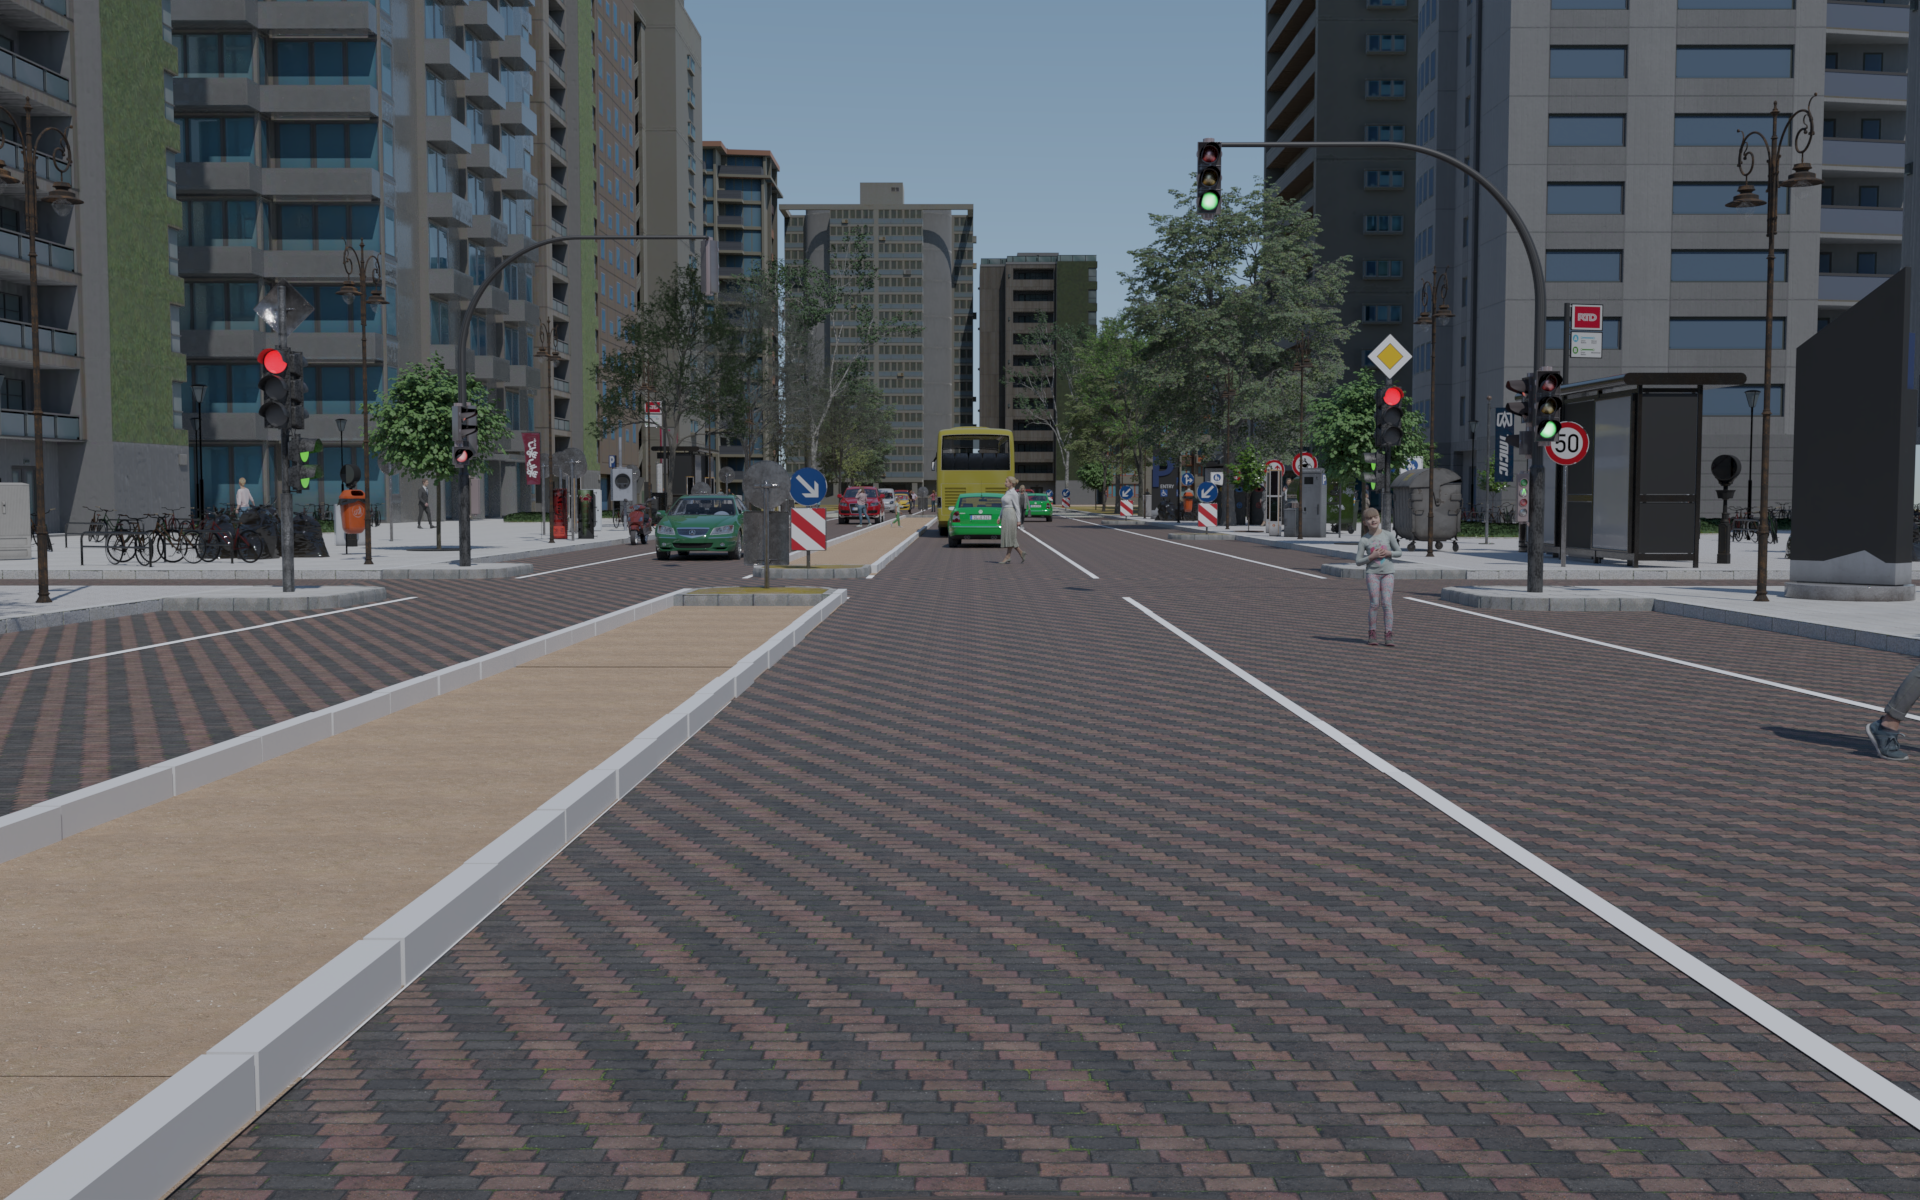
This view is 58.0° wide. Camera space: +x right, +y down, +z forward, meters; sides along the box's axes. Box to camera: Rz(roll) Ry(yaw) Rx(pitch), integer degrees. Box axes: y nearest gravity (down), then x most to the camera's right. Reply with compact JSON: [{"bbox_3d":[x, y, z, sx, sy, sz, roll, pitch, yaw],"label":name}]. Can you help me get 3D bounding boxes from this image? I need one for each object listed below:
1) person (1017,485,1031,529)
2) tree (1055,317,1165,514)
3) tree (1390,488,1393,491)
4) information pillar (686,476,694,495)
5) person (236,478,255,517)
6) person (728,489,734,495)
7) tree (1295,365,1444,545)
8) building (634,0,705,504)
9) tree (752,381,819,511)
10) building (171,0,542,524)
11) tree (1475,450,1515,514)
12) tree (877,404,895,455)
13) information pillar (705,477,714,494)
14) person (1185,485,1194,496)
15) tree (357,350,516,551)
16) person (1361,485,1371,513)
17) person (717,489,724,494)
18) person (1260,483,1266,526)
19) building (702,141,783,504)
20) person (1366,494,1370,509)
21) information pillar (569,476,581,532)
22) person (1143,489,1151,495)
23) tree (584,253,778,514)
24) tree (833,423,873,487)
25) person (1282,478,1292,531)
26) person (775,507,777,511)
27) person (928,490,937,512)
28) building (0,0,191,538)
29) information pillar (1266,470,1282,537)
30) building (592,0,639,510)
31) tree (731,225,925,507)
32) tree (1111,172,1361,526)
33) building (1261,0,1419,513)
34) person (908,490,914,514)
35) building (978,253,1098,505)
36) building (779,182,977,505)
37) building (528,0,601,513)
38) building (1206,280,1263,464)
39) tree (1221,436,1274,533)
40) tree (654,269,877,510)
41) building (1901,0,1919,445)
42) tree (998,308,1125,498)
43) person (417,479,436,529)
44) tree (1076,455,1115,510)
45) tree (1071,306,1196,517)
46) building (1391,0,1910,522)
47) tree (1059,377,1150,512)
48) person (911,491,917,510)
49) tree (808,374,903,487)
[{"bbox_3d":[2.614,-3.808,70.945,0.709,1.800,0.728,0,4,-6],"label":"person"},{"bbox_3d":[9.992,-11.810,111.228,7.486,12.596,7.792,0,3,0],"label":"tree"},{"bbox_3d":[23.318,-5.876,90.681,1.663,3.219,1.824,0,3,0],"label":"tree"},{"bbox_3d":[-11.282,-4.152,72.377,0.304,2.012,0.304,-1,4,-16],"label":"information pillar"},{"bbox_3d":[-20.151,-2.595,49.141,0.598,1.740,0.731,0,4,0],"label":"person"},{"bbox_3d":[-23.048,-10.209,172.972,1.348,1.822,0.705,0,4,2],"label":"person"},{"bbox_3d":[10.181,-3.689,44.024,4.285,4.588,4.351,0,3,0],"label":"tree"},{"bbox_3d":[-35.320,-32.594,156.611,21.600,48.544,21.300,0,4,0],"label":"building"},{"bbox_3d":[-10.887,-9.491,105.544,4.360,8.622,3.978,0,3,0],"label":"tree"},{"bbox_3d":[-34.414,-28.588,87.026,23.786,49.044,30.456,0,4,0],"label":"building"},{"bbox_3d":[23.386,-4.950,75.539,1.663,3.219,1.824,0,3,0],"label":"tree"},{"bbox_3d":[-10.646,-14.757,151.651,12.009,13.543,11.850,0,3,0],"label":"tree"},{"bbox_3d":[-11.064,-4.412,76.620,0.304,2.012,0.304,2,4,25],"label":"information pillar"},{"bbox_3d":[12.770,-5.519,96.453,0.511,1.800,0.466,1,4,11],"label":"person"},{"bbox_3d":[-11.797,-3.397,39.256,4.285,4.588,4.351,0,3,0],"label":"tree"},{"bbox_3d":[21.553,-5.209,91.613,0.661,1.777,0.834,-2,4,-33],"label":"person"},{"bbox_3d":[-25.011,-10.701,181.086,1.350,1.814,0.705,-2,4,-34],"label":"person"},{"bbox_3d":[12.034,-3.817,68.730,0.573,1.790,0.520,-2,4,-25],"label":"person"},{"bbox_3d":[-36.872,-34.187,213.582,28.867,44.769,22.147,0,4,0],"label":"building"},{"bbox_3d":[20.564,-4.737,87.773,0.475,1.303,0.640,3,4,39],"label":"person"},{"bbox_3d":[-12.980,-3.298,58.421,0.304,2.012,0.304,3,5,40],"label":"information pillar"},{"bbox_3d":[18.383,-10.014,169.779,1.348,1.823,0.705,-2,4,-28],"label":"person"},{"bbox_3d":[-11.050,-8.107,66.958,7.601,10.594,8.767,1,4,17],"label":"tree"},{"bbox_3d":[-10.792,-13.435,170.021,4.737,8.622,4.395,0,3,0],"label":"tree"},{"bbox_3d":[11.439,-3.317,60.379,0.850,1.850,0.679,-3,5,-42],"label":"person"},{"bbox_3d":[-13.257,-7.276,125.822,1.217,1.723,0.721,0,4,-3],"label":"person"},{"bbox_3d":[-2.155,-7.848,137.531,1.217,1.743,0.721,-3,4,-36],"label":"person"},{"bbox_3d":[-32.939,-22.425,50.241,14.154,41.232,14.086,0,4,0],"label":"building"},{"bbox_3d":[9.542,-2.929,52.378,0.304,2.012,0.304,2,4,28],"label":"information pillar"},{"bbox_3d":[-31.895,-29.132,126.413,14.600,45.320,14.200,0,4,0],"label":"building"},{"bbox_3d":[-9.222,-16.238,121.379,12.611,20.169,13.585,0,3,0],"label":"tree"},{"bbox_3d":[10.910,-9.948,69.311,9.857,13.997,8.962,0,3,0],"label":"tree"},{"bbox_3d":[34.773,-30.810,127.439,21.300,48.544,21.600,0,4,0],"label":"building"},{"bbox_3d":[-3.457,-7.000,123.770,0.721,1.723,1.217,0,4,5],"label":"person"},{"bbox_3d":[9.243,-26.815,210.118,14.107,30.474,14.160,0,4,0],"label":"building"},{"bbox_3d":[-9.892,-32.217,218.621,23.993,40.220,32.217,0,4,0],"label":"building"},{"bbox_3d":[-32.034,-26.228,112.422,14.154,41.232,14.086,0,4,0],"label":"building"},{"bbox_3d":[37.902,-18.863,153.453,27.650,21.520,28.899,0,4,0],"label":"building"},{"bbox_3d":[9.580,-3.890,58.210,1.663,3.219,1.824,0,3,0],"label":"tree"},{"bbox_3d":[-11.633,-11.274,94.692,12.009,13.543,11.850,0,3,0],"label":"tree"},{"bbox_3d":[37.337,-16.954,48.900,14.107,30.474,14.160,0,4,0],"label":"building"},{"bbox_3d":[10.283,-19.599,176.334,12.611,20.169,13.585,0,3,0],"label":"tree"},{"bbox_3d":[-19.740,-3.561,64.036,0.755,1.850,0.659,1,4,17],"label":"person"},{"bbox_3d":[10.953,-9.536,139.622,4.285,4.588,4.351,0,3,0],"label":"tree"},{"bbox_3d":[9.981,-10.469,96.918,9.928,11.665,9.643,0,3,0],"label":"tree"},{"bbox_3d":[35.037,-33.547,90.494,21.231,58.520,28.212,0,4,0],"label":"building"},{"bbox_3d":[10.704,-11.655,124.977,7.601,10.594,8.767,-2,4,-26],"label":"tree"},{"bbox_3d":[-4.324,-9.167,159.314,0.756,1.711,0.436,2,4,30],"label":"person"},{"bbox_3d":[-11.106,-16.671,179.221,9.857,13.997,8.962,0,3,0],"label":"tree"}]
